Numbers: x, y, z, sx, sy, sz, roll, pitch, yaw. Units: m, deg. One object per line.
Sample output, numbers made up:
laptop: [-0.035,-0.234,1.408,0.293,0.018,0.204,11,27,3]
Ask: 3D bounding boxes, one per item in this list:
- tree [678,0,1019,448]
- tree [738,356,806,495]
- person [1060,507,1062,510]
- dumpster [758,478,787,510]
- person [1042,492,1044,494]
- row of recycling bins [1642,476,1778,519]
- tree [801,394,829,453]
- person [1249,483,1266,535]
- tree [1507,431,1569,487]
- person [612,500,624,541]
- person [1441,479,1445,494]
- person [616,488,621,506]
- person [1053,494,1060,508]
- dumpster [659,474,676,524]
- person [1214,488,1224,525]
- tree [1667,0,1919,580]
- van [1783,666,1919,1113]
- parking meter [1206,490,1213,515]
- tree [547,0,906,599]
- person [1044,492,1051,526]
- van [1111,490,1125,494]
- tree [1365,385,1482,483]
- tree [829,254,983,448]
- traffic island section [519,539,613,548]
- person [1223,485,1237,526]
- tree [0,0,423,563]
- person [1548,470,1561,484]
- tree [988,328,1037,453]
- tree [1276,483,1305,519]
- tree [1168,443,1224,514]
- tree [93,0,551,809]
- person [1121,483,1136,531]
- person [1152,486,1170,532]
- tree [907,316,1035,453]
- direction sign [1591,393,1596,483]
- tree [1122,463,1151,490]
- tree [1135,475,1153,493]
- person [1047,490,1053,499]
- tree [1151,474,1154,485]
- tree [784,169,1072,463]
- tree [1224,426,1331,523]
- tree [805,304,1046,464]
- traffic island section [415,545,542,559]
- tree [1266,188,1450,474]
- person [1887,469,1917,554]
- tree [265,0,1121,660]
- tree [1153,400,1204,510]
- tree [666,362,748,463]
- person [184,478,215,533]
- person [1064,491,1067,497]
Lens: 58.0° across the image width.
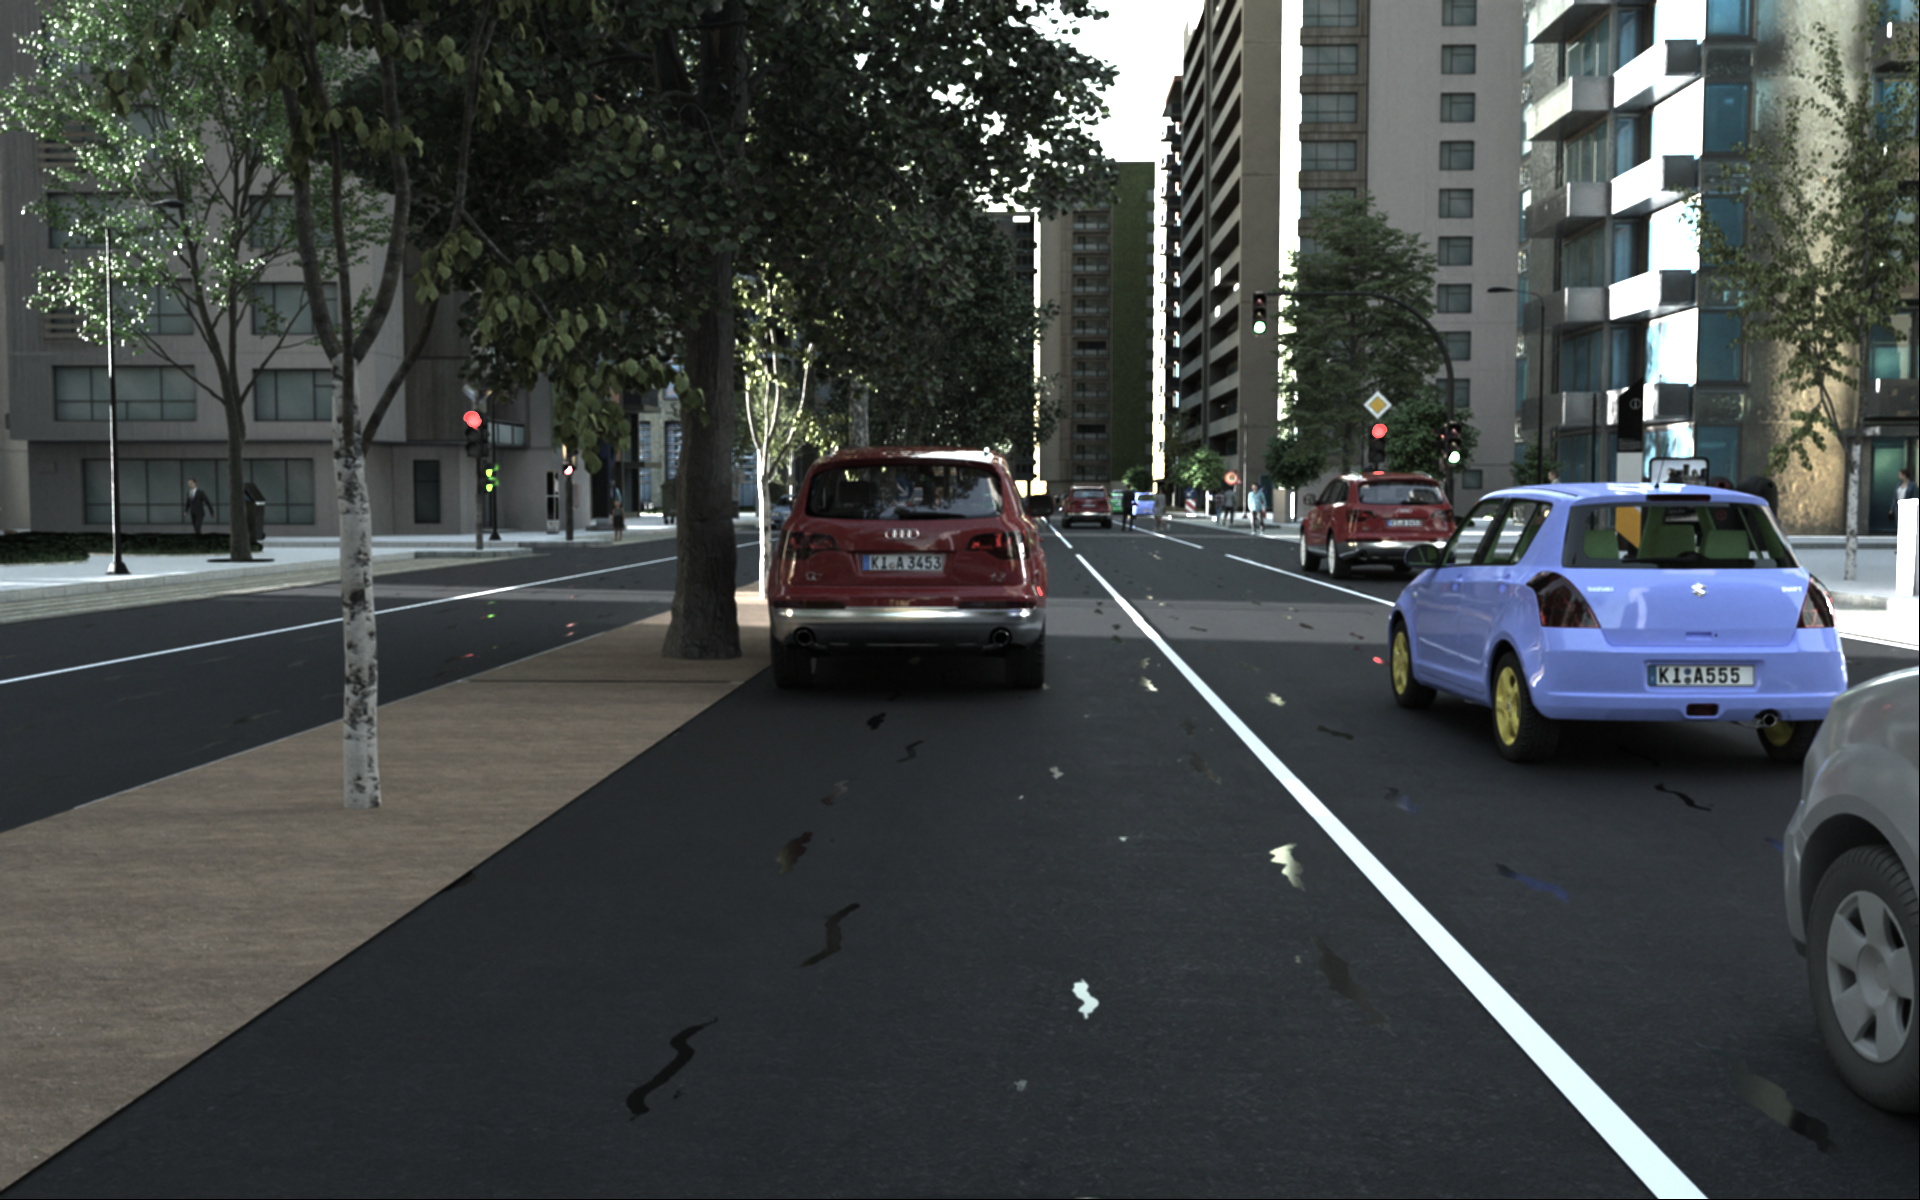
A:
tree: [-3.030,-10.620,31.980,12.611,20.169,13.585,0,3,0]
tree: [-11.751,-11.211,117.705,7.601,10.594,8.767,-3,4,-36]
person: [6.466,-5.598,105.524,1.012,1.151,0.738,2,4,30]
dumpster: [-10.990,-6.054,101.471,1.502,2.255,1.985,0,4,2]
person: [9.448,-11.494,197.342,0.541,1.710,0.530,2,4,28]
row of recycling bins: [16.687,-1.968,39.292,3.534,1.692,1.069,0,4,-2]
tree: [-9.787,-10.840,127.604,4.360,8.622,3.978,0,3,0]
person: [10.423,-3.185,60.596,0.660,1.820,0.620,2,4,28]
tree: [17.543,-3.575,53.049,1.663,3.219,1.824,0,3,0]
person: [-10.334,-2.399,52.386,0.362,1.253,0.373,0,4,4]
person: [18.267,-3.646,65.502,0.795,1.843,0.661,-3,5,-42]
person: [-14.901,-4.200,74.738,0.660,1.820,0.620,1,4,9]
person: [9.621,-9.874,173.130,0.799,1.438,0.628,1,4,22]
dumpster: [-11.939,-4.367,73.895,1.502,2.255,1.985,0,4,2]
person: [11.782,-4.253,78.874,0.643,1.720,0.563,-2,4,-35]
tree: [13.119,-4.610,25.730,4.737,8.622,4.395,0,3,0]
van: [2.929,0.261,2.747,2.013,2.044,4.112,0,4,0]
parking meter: [15.422,-6.035,107.077,0.372,1.533,0.369,0,3,0]
tree: [-2.604,-4.295,23.043,4.737,8.622,4.395,0,3,0]
person: [3.983,-4.126,78.548,0.503,1.515,0.523,1,4,15]
van: [15.343,-9.862,168.262,2.013,2.044,4.112,0,4,2]
tree: [13.952,-4.188,52.180,4.285,4.588,4.351,0,3,0]
tree: [-1.358,-5.846,48.403,4.360,8.622,3.978,0,3,0]
traffic island section: [-10.809,-1.566,47.890,2.009,0.180,2.903,0,4,2]
person: [12.104,-4.249,77.815,0.661,1.843,0.795,2,4,28]
tree: [-13.775,-6.532,32.548,9.928,11.665,9.643,0,3,0]
person: [12.947,-1.933,37.764,0.853,1.813,0.709,2,4,25]
tree: [0.610,-10.716,103.414,9.928,11.665,9.643,0,3,0]
tree: [16.885,-5.789,89.252,1.663,3.219,1.824,0,3,0]
tree: [15.756,-7.763,110.634,4.285,4.588,4.351,0,3,0]
tree: [-2.696,-3.339,7.406,4.737,8.622,4.395,0,3,0]
person: [6.507,-3.612,67.327,0.659,1.850,0.755,-1,4,-13]
person: [7.588,-3.426,65.269,0.760,1.731,0.466,2,4,28]
tree: [-0.660,-9.439,74.917,7.486,12.596,7.792,0,3,0]
direction sign: [14.364,-2.892,39.286,0.379,3.537,0.876,1,4,21]
tree: [18.987,-12.294,184.712,4.285,4.588,4.351,0,3,0]
tree: [17.896,-10.735,170.121,1.663,3.219,1.824,0,3,0]
person: [9.228,-10.484,179.847,0.705,1.831,1.348,2,4,34]
tree: [17.272,-8.898,129.190,4.285,4.588,4.351,0,3,0]
tree: [-1.049,-8.417,57.076,9.611,12.733,9.660,0,3,0]
tree: [15.153,-5.794,78.441,4.285,4.588,4.351,0,3,0]
tree: [-0.941,-7.888,65.832,8.767,10.594,7.601,0,4,2]
traffic island section: [-11.087,-1.078,39.910,2.009,0.180,2.903,0,4,2]
tree: [14.854,-8.982,64.975,7.486,12.596,7.792,0,3,0]
person: [20.386,-1.912,37.327,0.654,1.822,0.581,-1,4,-14]
tree: [-2.269,-6.470,14.898,9.857,13.997,8.962,0,3,0]
tree: [17.044,-11.367,136.215,4.737,8.622,4.395,0,3,0]
tree: [-12.349,-8.149,83.596,4.360,8.622,3.978,0,3,0]
person: [-19.806,-2.238,44.861,0.659,1.850,0.755,1,4,15]
person: [11.889,-11.459,195.843,0.705,1.826,1.348,-3,4,-37]
